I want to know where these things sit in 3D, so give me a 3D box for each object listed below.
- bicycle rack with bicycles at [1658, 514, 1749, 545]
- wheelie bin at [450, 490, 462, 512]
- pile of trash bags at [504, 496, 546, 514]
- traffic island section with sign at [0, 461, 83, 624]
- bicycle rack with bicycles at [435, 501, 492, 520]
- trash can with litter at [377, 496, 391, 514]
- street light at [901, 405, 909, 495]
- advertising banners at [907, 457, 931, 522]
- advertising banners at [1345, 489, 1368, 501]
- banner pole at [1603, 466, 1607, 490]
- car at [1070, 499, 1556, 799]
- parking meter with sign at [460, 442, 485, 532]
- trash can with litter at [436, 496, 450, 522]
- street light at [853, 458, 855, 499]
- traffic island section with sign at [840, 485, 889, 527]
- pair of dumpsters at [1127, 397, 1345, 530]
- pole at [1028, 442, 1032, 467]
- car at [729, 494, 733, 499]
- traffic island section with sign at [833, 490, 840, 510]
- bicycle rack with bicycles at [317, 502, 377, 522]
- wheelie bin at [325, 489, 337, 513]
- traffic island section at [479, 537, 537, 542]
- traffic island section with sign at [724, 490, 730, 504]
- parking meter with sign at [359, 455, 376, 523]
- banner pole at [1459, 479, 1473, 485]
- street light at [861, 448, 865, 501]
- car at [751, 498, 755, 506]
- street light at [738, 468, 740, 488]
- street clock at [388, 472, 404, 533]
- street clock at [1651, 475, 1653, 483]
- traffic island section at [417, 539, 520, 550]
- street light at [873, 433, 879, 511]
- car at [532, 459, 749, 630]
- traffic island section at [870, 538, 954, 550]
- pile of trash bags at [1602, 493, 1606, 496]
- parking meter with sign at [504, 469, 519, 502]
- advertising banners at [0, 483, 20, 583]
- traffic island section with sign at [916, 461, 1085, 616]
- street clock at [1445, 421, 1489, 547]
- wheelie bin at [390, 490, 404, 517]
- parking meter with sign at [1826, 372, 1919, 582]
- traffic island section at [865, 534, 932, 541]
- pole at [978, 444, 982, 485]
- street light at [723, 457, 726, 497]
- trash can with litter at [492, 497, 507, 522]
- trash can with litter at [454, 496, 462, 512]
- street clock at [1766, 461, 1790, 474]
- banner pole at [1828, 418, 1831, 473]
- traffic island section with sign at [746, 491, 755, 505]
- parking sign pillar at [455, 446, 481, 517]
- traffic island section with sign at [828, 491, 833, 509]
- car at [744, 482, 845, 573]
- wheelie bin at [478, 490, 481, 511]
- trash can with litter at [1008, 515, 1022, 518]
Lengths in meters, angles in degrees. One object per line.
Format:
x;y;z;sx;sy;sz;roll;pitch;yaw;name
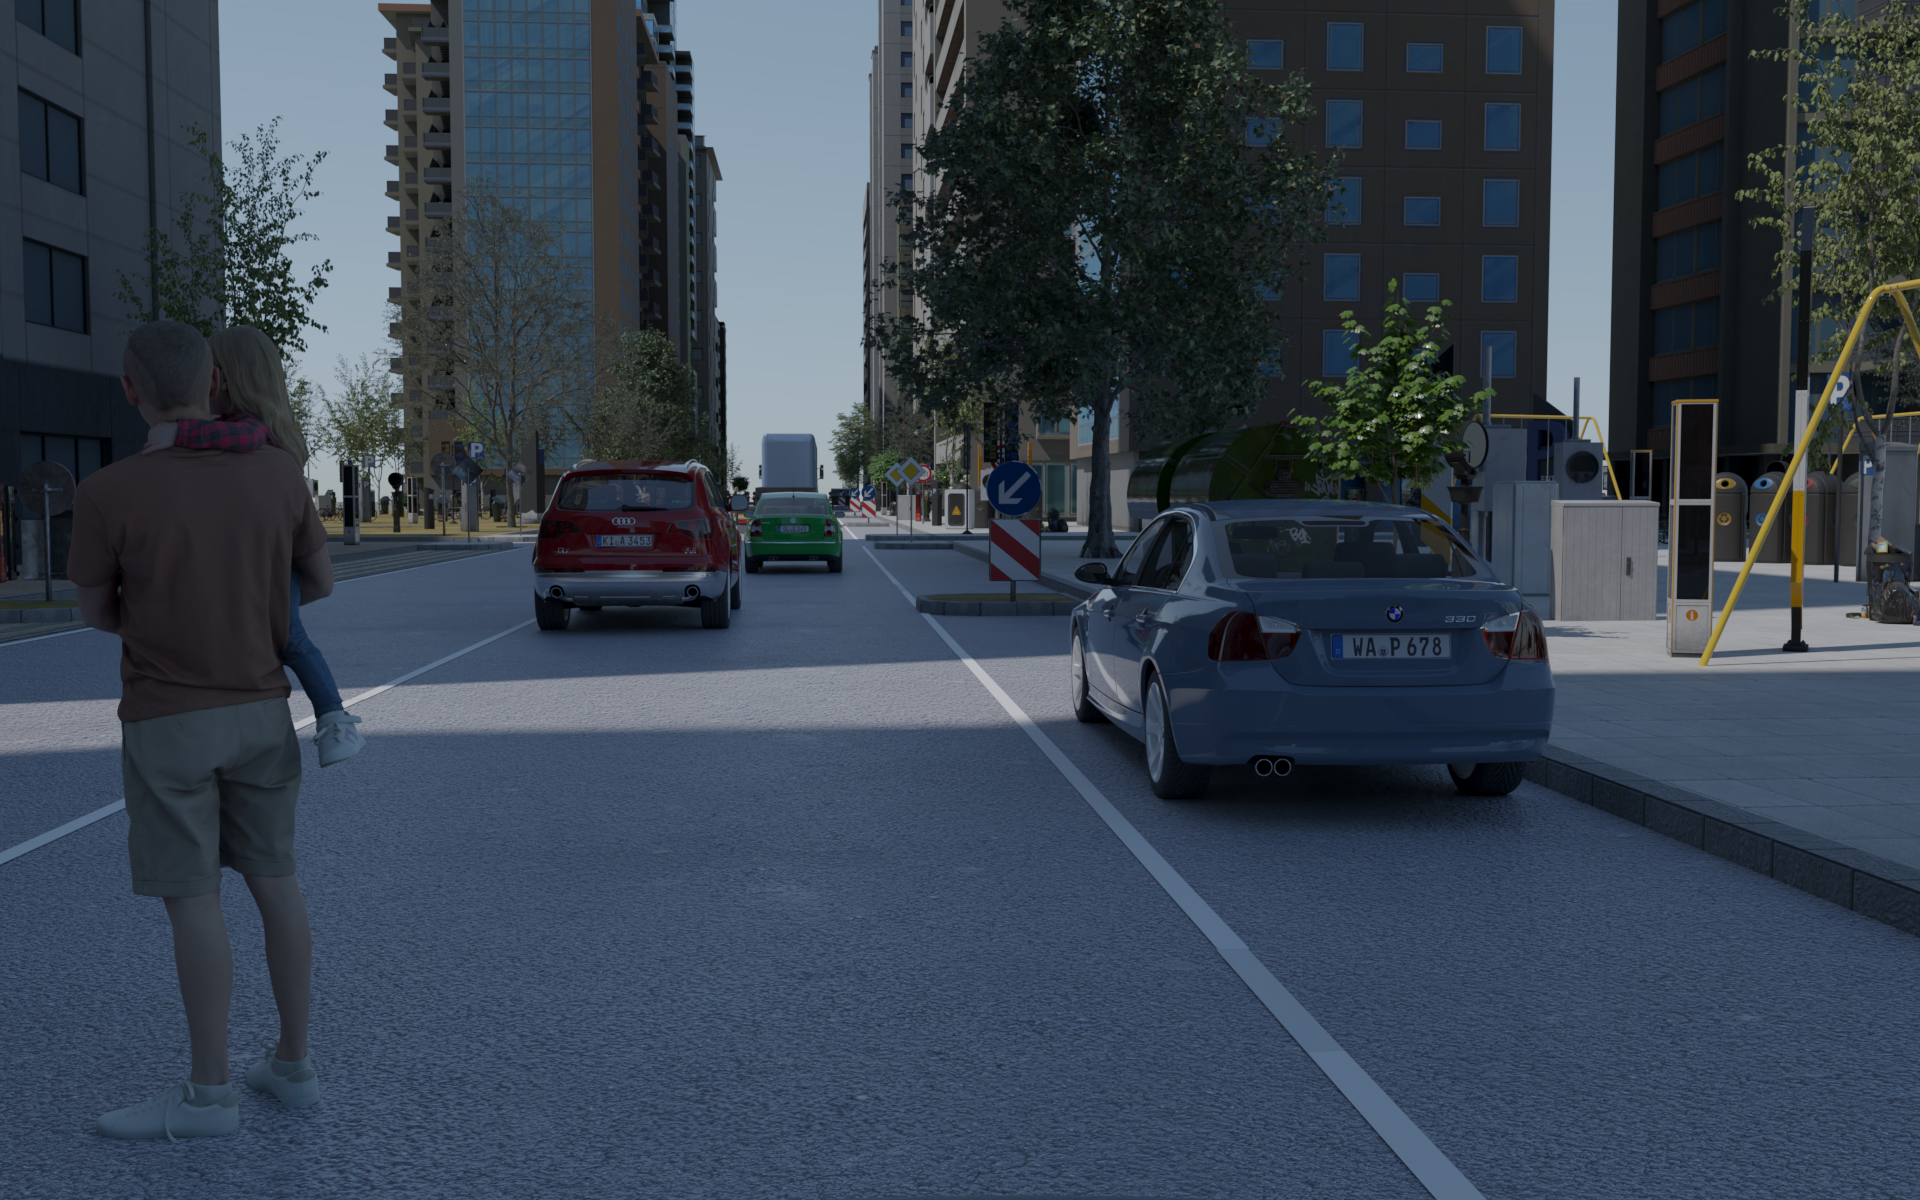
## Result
18.715;-1.836;43.400;2.852;0.926;2.925;-3;4;-37;bicycle rack with bicycles
-36.254;-7.157;124.932;0.693;1.594;0.980;2;4;31;wheelie bin
-25.581;-5.660;102.295;3.447;1.369;1.912;3;5;40;pile of trash bags
-10.733;-0.693;19.966;1.989;1.847;2.006;0;4;-5;traffic island section with sign
-25.147;-4.467;86.414;2.925;0.926;2.852;0;4;6;bicycle rack with bicycles
-36.400;-5.993;109.371;0.624;1.170;1.055;1;4;10;trash can with litter
-2.871;-7.147;89.645;0.468;5.910;1.993;0;4;-5;street light
-1.924;-5.172;80.752;0.090;3.025;2.074;-2;4;-32;advertising banners
8.658;-2.757;41.261;2.074;3.025;0.090;1;4;12;advertising banners
49.776;-8.805;133.971;0.863;3.779;0.401;0;4;1;banner pole
1.690;0.155;9.474;2.014;1.417;4.499;0;4;-4;car
-16.621;-3.826;58.816;0.543;3.016;1.738;-2;4;-30;parking meter with sign
-23.946;-4.214;80.283;0.624;1.170;1.055;-1;4;-15;trash can with litter
-12.556;-14.195;204.876;0.468;5.910;1.993;0;4;-5;street light
-4.174;-4.167;76.766;1.989;1.847;2.006;0;4;-5;traffic island section with sign
3.036;-1.035;19.423;1.574;2.255;4.437;0;4;-5;pair of dumpsters
2.751;-4.549;68.211;0.158;3.312;0.155;0;3;0;pole
-24.926;-11.138;191.699;1.945;1.707;3.694;0;4;-6;car
-6.417;-5.810;103.628;1.989;1.847;2.006;0;4;-5;traffic island section with sign
-28.894;-4.156;81.337;2.925;0.926;2.852;-2;4;-28;bicycle rack with bicycles
-43.353;-6.810;119.250;0.980;1.594;0.693;3;4;36;wheelie bin
-13.495;-1.888;53.146;2.009;0.180;2.903;0;4;-5;traffic island section
-24.069;-10.440;179.327;1.989;1.847;2.006;0;4;-5;traffic island section with sign
-26.974;-5.031;78.511;0.543;3.016;1.738;-2;4;-33;parking meter with sign
16.370;-3.990;55.247;0.863;3.779;0.401;0;4;5;banner pole
-9.223;-11.763;165.104;0.468;5.910;1.993;0;4;-5;street light
-17.237;-8.757;152.210;2.155;1.783;4.494;0;4;-6;car
-32.067;-17.041;251.414;0.468;5.910;1.993;0;4;-5;street light
-18.761;-3.246;57.646;0.471;2.002;0.358;0;4;0;street clock
22.825;-3.254;57.766;0.471;2.002;0.358;1;4;14;street clock
-12.829;-1.401;45.188;2.009;0.180;2.903;0;4;-5;traffic island section
-6.220;-9.534;128.661;0.468;5.910;1.993;0;4;-5;street light
-3.588;-0.685;19.873;2.281;1.827;5.304;0;4;-5;car
-1.278;-1.460;46.147;2.009;0.180;2.903;0;4;-5;traffic island section
41.717;-6.077;109.118;3.447;1.369;1.912;-1;4;-9;pile of trash bags
-30.097;-7.435;117.829;1.738;3.016;0.543;2;4;24;parking meter with sign
-13.896;-1.765;25.046;0.090;3.025;2.074;-1;4;-18;advertising banners
0.472;-0.774;21.290;1.989;1.847;2.006;0;4;-5;traffic island section with sign
5.011;-0.773;17.201;0.471;2.002;0.358;-3;5;-40;street clock
-31.093;-5.376;95.803;0.693;1.594;0.980;-2;4;-30;wheelie bin
13.529;-1.770;25.205;1.738;3.016;0.543;-1;4;-11;parking meter with sign
-1.944;-1.946;54.104;2.009;0.180;2.903;0;4;-5;traffic island section
0.815;-4.660;70.039;0.158;3.312;0.155;0;3;0;pole
-28.891;-14.662;212.503;0.468;5.910;1.993;0;4;-5;street light
-20.749;-4.108;78.557;1.055;1.170;0.624;3;4;37;trash can with litter
-35.917;-6.863;123.604;1.055;1.170;0.624;-1;4;-9;trash can with litter
17.903;-2.040;37.928;0.358;2.002;0.471;-2;4;-34;street clock
28.511;-4.089;56.869;0.401;3.779;0.863;2;4;31;banner pole
-30.976;-15.496;261.980;1.989;1.847;2.006;0;4;-5;traffic island section with sign
-27.405;-6.605;96.459;1.447;3.967;1.447;0;4;-2;parking sign pillar
-10.604;-8.872;153.688;1.989;1.847;2.006;0;4;-5;traffic island section with sign
-3.144;-1.472;32.862;1.959;1.807;4.718;0;4;-5;car
-35.222;-7.244;126.339;0.980;1.594;0.693;-1;4;-13;wheelie bin
2.159;-2.972;59.972;1.055;1.170;0.624;0;4;5;trash can with litter
